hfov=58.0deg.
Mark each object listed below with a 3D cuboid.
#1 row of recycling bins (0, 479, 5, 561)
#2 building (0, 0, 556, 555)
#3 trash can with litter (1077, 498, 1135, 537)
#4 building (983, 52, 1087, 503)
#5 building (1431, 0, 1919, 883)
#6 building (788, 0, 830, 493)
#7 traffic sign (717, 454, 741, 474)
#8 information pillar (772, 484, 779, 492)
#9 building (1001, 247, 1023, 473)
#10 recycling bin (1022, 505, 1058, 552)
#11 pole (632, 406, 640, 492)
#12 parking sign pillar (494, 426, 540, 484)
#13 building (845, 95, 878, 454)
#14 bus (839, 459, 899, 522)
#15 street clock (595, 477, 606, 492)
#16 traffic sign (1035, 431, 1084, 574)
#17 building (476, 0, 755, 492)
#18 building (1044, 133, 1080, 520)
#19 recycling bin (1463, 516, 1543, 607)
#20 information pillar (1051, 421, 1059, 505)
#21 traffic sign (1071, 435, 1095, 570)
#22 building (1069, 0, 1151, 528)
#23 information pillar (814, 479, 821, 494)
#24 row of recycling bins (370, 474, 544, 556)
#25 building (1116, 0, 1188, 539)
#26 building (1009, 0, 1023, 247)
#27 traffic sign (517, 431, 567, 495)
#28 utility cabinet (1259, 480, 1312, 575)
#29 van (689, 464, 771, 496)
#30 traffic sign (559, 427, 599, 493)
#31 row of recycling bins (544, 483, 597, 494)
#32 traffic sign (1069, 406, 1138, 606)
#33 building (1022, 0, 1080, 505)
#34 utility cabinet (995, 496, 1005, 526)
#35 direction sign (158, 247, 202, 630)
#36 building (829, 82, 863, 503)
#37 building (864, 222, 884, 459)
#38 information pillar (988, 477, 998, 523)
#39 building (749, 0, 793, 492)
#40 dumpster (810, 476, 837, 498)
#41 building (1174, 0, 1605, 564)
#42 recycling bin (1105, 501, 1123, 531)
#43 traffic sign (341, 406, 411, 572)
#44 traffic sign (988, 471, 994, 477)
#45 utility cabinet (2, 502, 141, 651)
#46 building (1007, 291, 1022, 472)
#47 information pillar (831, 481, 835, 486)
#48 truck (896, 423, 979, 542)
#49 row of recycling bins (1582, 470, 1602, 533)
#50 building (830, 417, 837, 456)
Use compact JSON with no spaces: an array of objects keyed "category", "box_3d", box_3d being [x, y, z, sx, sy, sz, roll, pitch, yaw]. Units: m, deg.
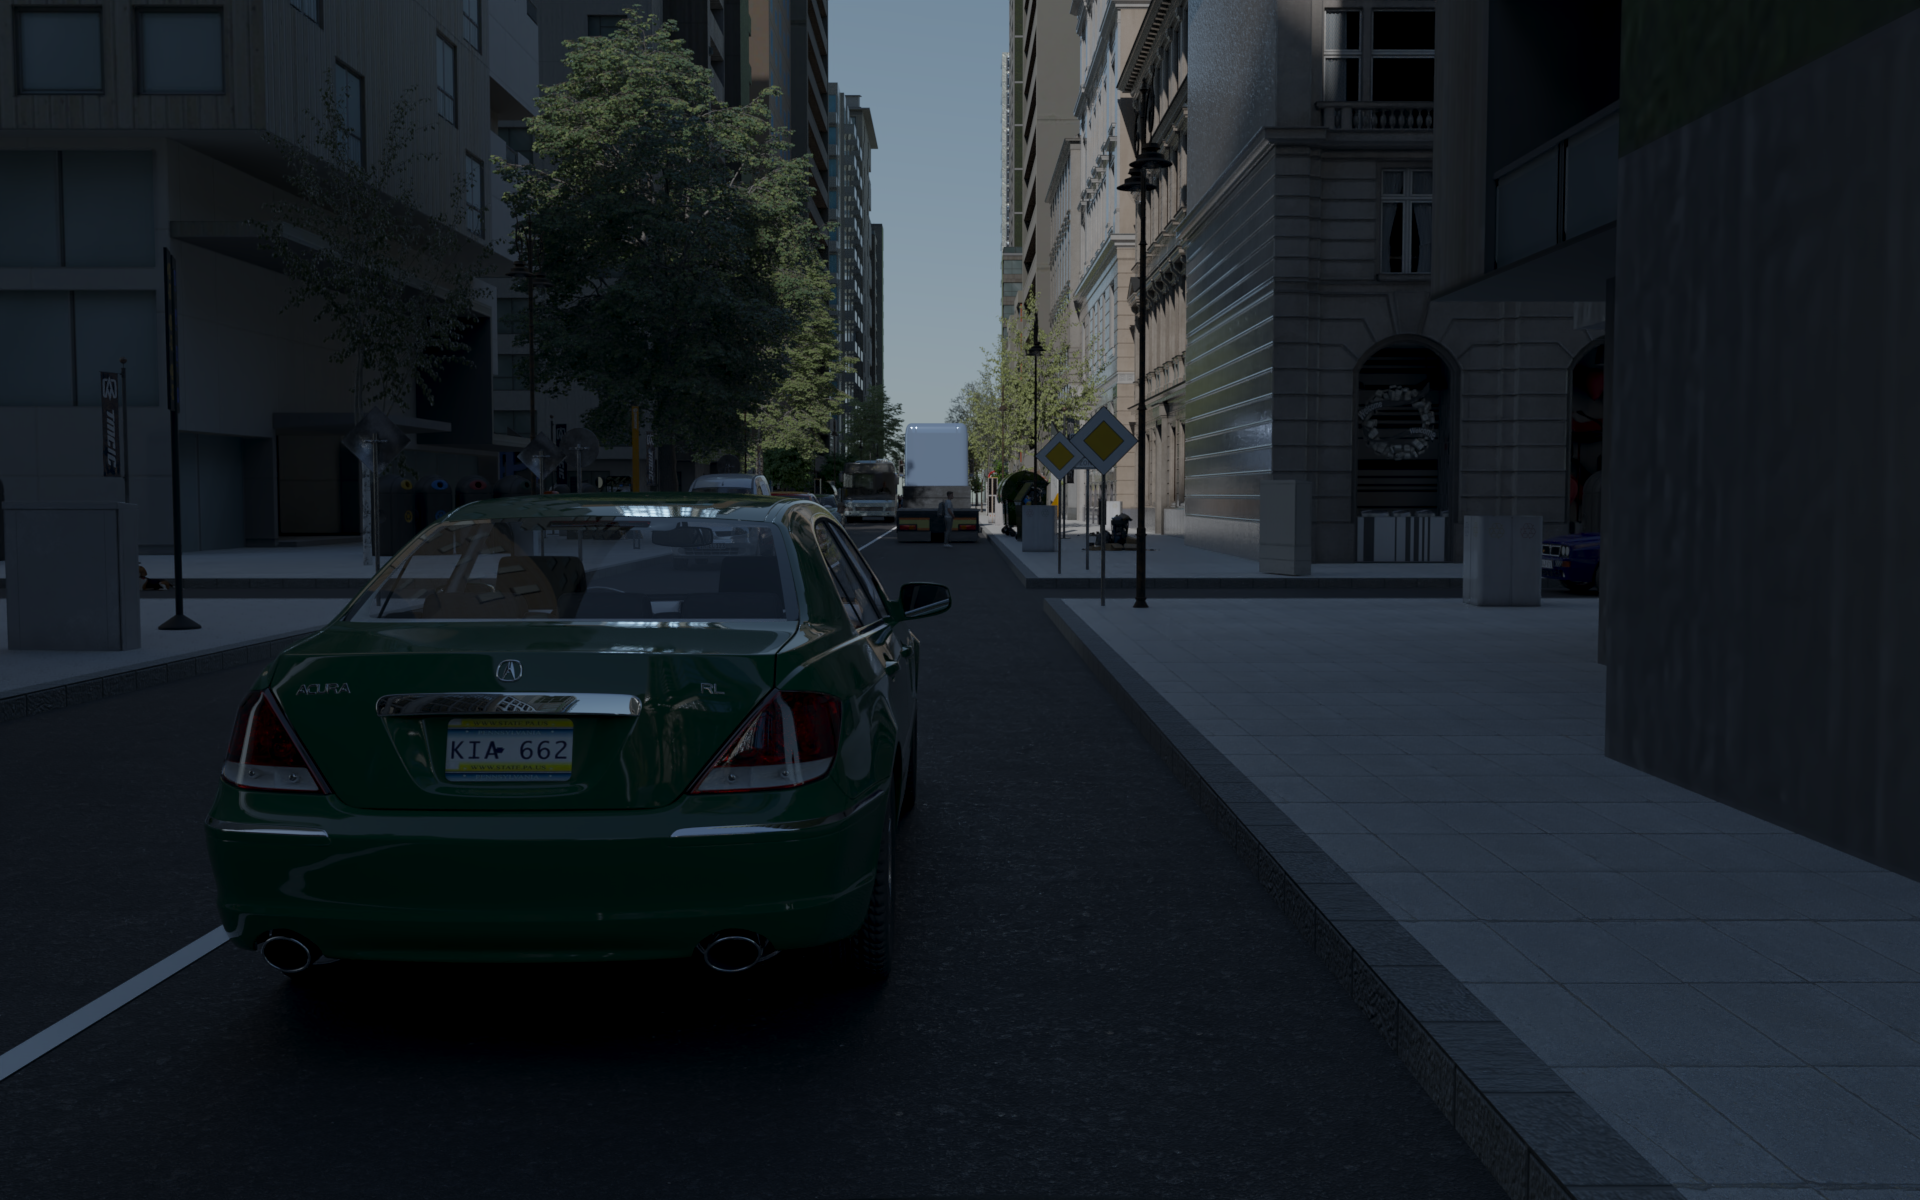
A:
[{"category":"row of recycling bins","box_3d":[-18.749,-1.512,31.831,1.069,1.692,3.534,0,4,1]},{"category":"building","box_3d":[-27.529,-27.991,46.891,28.713,52.752,27.495,0,4,0]},{"category":"trash can with litter","box_3d":[4.389,-2.559,52.890,1.678,1.210,2.233,0,4,-5]},{"category":"building","box_3d":[14.764,-57.046,245.376,22.319,86.520,31.000,0,4,0]},{"category":"building","box_3d":[10.159,-19.898,8.934,14.154,41.232,14.086,0,4,0]},{"category":"building","box_3d":[-21.082,-30.856,128.204,21.300,48.544,21.600,0,4,0]},{"category":"traffic sign","box_3d":[-7.420,-3.392,55.573,0.768,2.556,0.104,0,4,3]},{"category":"information pillar","box_3d":[-9.628,-5.258,90.463,0.304,2.012,0.304,0,4,4]},{"category":"building","box_3d":[11.832,-26.397,203.285,14.160,30.474,14.107,0,4,0]},{"category":"recycling bin","box_3d":[1.788,-1.600,38.716,0.722,1.027,0.722,1,4,10]},{"category":"pole","box_3d":[-7.544,-2.843,40.330,0.158,3.312,0.155,0,3,0]},{"category":"parking sign pillar","box_3d":[-17.367,-4.911,68.764,1.447,3.967,1.447,1,4,9]},{"category":"building","box_3d":[-25.789,-39.380,233.103,28.713,52.752,27.495,0,4,0]},{"category":"bus","box_3d":[-4.607,-5.854,90.573,2.948,3.499,13.247,0,4,-2]},{"category":"street clock","box_3d":[-14.965,-4.137,72.202,0.471,2.002,0.358,3,4,36]},{"category":"traffic sign","box_3d":[1.596,-1.477,27.784,0.795,2.450,0.064,0,4,0]},{"category":"building","box_3d":[-17.912,-19.124,84.381,14.160,30.474,14.107,0,4,0]},{"category":"building","box_3d":[9.913,-14.943,93.474,9.793,20.994,18.267,0,4,0]},{"category":"recycling bin","box_3d":[6.272,-0.458,20.042,0.722,1.027,0.722,0,4,1]},{"category":"information pillar","box_3d":[3.027,-3.904,55.182,0.183,3.616,0.504,-2,4,-23]},{"category":"traffic sign","box_3d":[2.157,-1.661,29.281,0.606,2.300,0.079,0,4,4]},{"category":"building","box_3d":[11.984,-17.626,74.092,13.634,28.700,20.117,0,4,0]},{"category":"information pillar","box_3d":[-6.931,-4.885,84.361,0.304,2.012,0.304,0,4,-1]},{"category":"row of recycling bins","box_3d":[-10.776,-1.817,36.822,3.534,1.692,1.069,-3,5,-39]},{"category":"building","box_3d":[11.078,-11.626,54.716,10.561,19.102,19.286,0,4,0]},{"category":"building","box_3d":[14.525,-47.819,220.085,20.563,71.187,20.611,0,4,0]},{"category":"traffic sign","box_3d":[-6.698,-1.475,27.763,0.795,2.450,0.064,0,4,0]},{"category":"utility cabinet","box_3d":[5.173,-1.151,27.506,0.318,1.500,1.173,-1,4,-18]},{"category":"van","box_3d":[-4.625,-1.664,34.211,2.013,2.044,4.112,0,4,0]},{"category":"traffic sign","box_3d":[-7.278,-2.020,33.129,0.768,2.556,0.104,0,4,1]},{"category":"row of recycling bins","box_3d":[-15.187,-3.472,63.876,3.534,1.692,1.069,-1,4,-18]},{"category":"traffic sign","box_3d":[1.636,-0.988,19.799,0.795,2.450,0.064,0,4,0]},{"category":"building","box_3d":[15.247,-30.059,115.171,21.300,48.544,21.600,0,4,0]},{"category":"utility cabinet","box_3d":[1.940,-3.607,70.142,1.020,1.237,0.306,1,4,18]},{"category":"direction sign","box_3d":[-7.425,-1.491,16.377,0.379,3.537,0.876,-1,4,-19]},{"category":"building","box_3d":[-23.034,-35.754,204.183,23.786,49.044,30.456,0,4,0]},{"category":"building","box_3d":[-18.462,-34.918,254.504,14.154,41.232,14.086,0,4,0]},{"category":"information pillar","box_3d":[1.437,-4.359,75.768,0.304,2.012,0.304,-3,4,-37]},{"category":"building","box_3d":[-18.278,-28.134,110.106,14.600,45.320,14.200,0,4,0]},{"category":"dumpster","box_3d":[-7.504,-5.616,94.318,1.502,2.255,1.985,0,4,0]},{"category":"building","box_3d":[17.179,-11.931,36.865,24.055,21.916,13.314,0,4,0]},{"category":"recycling bin","box_3d":[5.311,-2.952,60.815,0.722,1.027,0.722,1,4,13]},{"category":"traffic sign","box_3d":[-6.658,-0.987,19.778,0.795,2.450,0.064,0,4,0]},{"category":"traffic sign","box_3d":[1.890,-5.709,93.450,0.768,2.556,0.104,1,4,9]},{"category":"utility cabinet","box_3d":[-7.328,-0.193,14.311,1.020,1.237,0.306,0,4,7]},{"category":"building","box_3d":[18.679,-19.373,161.788,27.650,21.520,28.899,0,4,0]},{"category":"information pillar","box_3d":[-7.228,-5.660,97.028,0.304,2.012,0.304,3,4,38]},{"category":"truck","box_3d":[-0.800,-4.290,59.895,2.967,4.110,18.799,0,4,-1]},{"category":"row of recycling bins","box_3d":[12.216,-1.328,28.820,3.534,1.692,1.069,1,4,22]},{"category":"building","box_3d":[-21.885,-51.420,153.384,22.319,86.520,31.000,0,4,0]}]
